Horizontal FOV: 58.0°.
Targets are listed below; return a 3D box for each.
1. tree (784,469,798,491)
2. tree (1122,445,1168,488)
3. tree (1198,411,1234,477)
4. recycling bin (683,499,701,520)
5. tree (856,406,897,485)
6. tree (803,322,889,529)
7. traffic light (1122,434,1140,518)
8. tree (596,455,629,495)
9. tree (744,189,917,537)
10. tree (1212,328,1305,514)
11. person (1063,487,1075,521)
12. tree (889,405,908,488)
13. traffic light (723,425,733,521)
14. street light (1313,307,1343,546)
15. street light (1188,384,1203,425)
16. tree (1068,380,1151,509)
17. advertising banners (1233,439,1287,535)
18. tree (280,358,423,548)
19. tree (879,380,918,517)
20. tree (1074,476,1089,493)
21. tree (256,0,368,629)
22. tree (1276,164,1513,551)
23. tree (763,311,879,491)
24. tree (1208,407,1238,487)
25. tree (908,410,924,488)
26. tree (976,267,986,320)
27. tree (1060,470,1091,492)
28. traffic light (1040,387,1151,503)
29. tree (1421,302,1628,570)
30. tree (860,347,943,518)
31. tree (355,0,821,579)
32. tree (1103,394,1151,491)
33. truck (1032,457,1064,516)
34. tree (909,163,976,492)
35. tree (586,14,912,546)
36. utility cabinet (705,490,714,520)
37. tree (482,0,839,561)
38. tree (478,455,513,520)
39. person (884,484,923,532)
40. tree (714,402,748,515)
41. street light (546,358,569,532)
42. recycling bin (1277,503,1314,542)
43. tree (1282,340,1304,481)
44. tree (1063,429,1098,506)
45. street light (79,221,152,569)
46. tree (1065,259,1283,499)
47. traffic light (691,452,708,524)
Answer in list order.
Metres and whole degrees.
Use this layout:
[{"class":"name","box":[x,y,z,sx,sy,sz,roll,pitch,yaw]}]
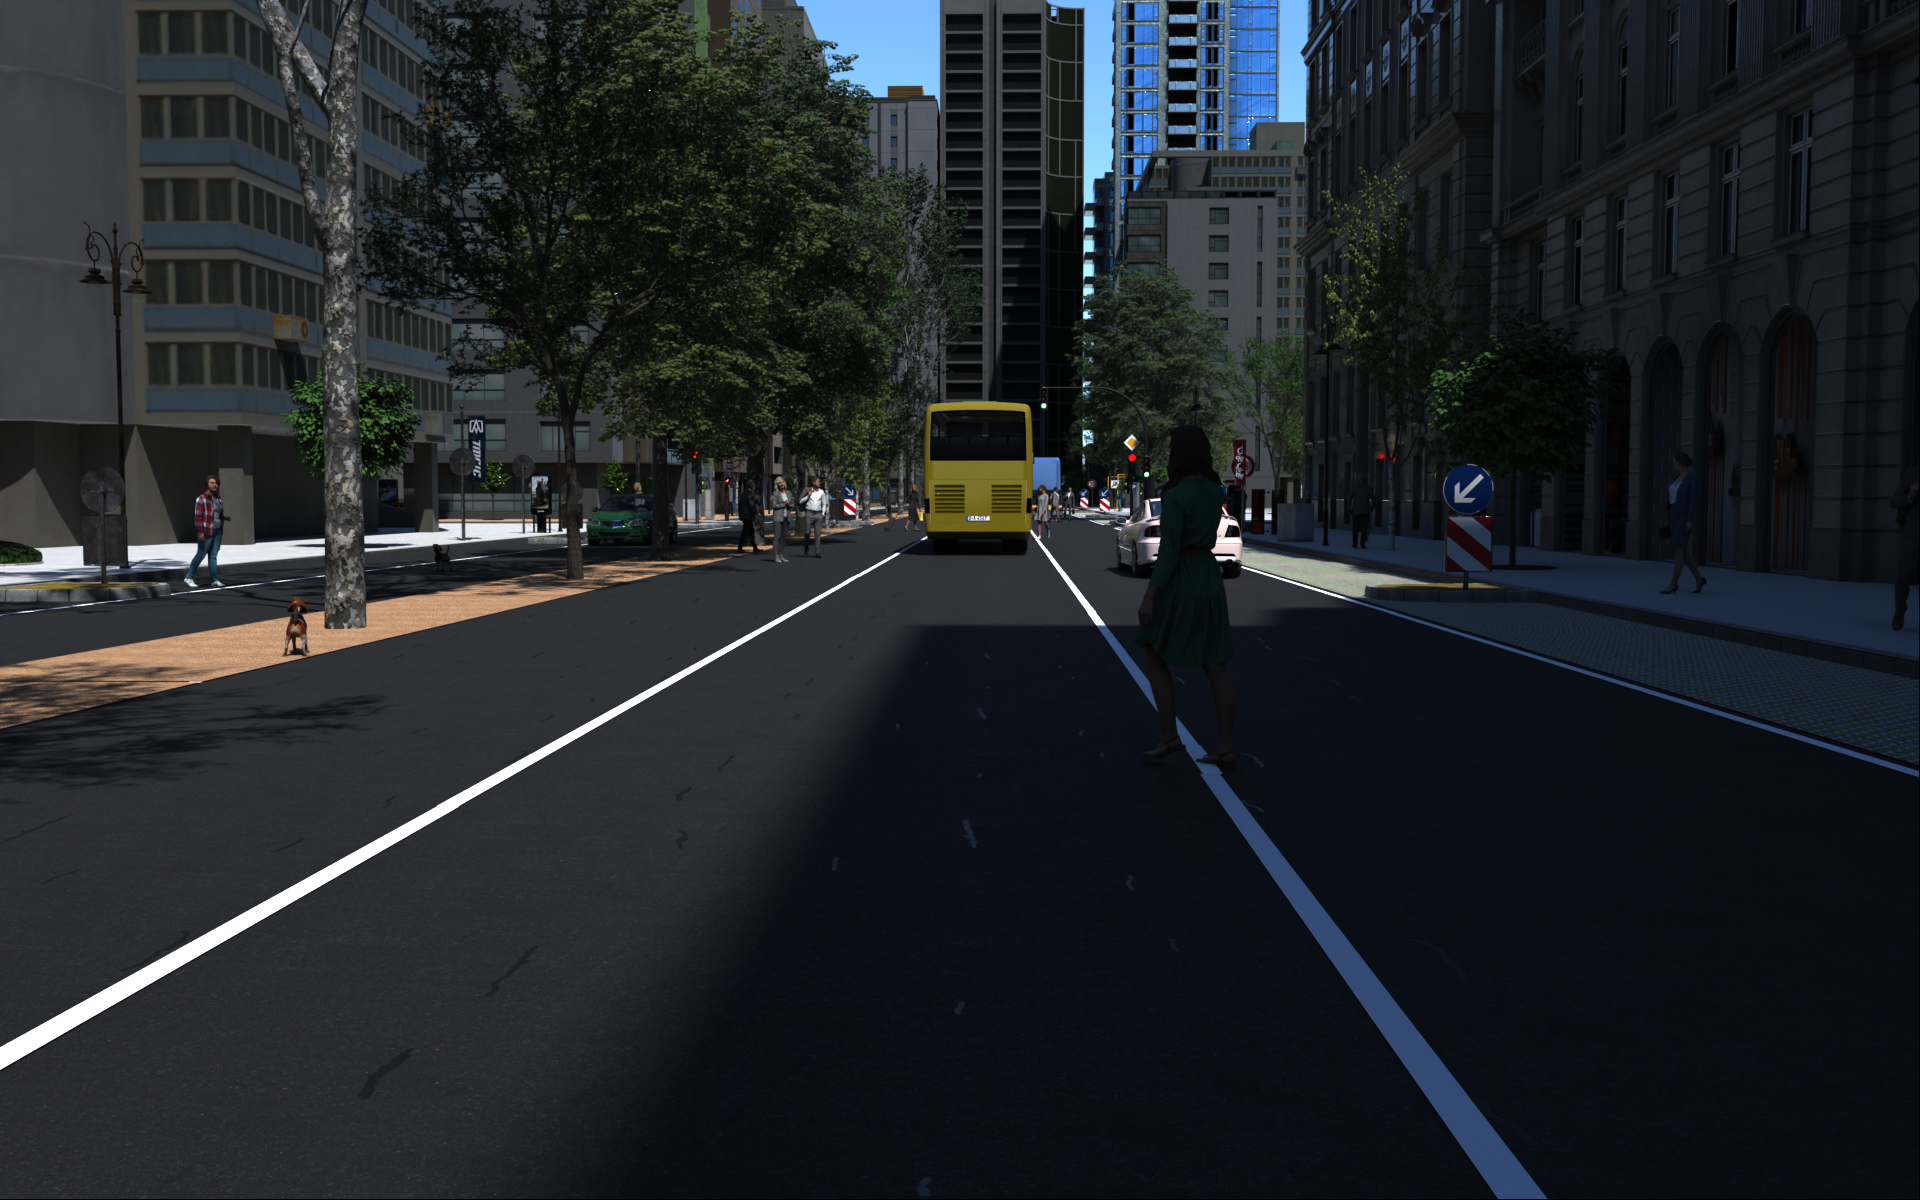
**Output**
[{"class":"tree","box":[-12.820,-8.239,129.310,1.663,3.219,1.824,0,3,0]},{"class":"tree","box":[11.690,-7.704,109.680,4.285,4.588,4.351,0,3,0]},{"class":"tree","box":[21.834,-12.315,151.717,4.360,8.622,3.978,0,3,0]},{"class":"recycling bin","box":[-13.116,-4.408,84.631,0.722,1.027,0.722,0,4,6]},{"class":"tree","box":[-10.230,-17.308,201.114,7.486,12.596,7.792,0,3,0]},{"class":"tree","box":[-5.311,-7.124,69.297,4.737,8.622,4.395,0,3,0]},{"class":"traffic light","box":[8.048,-5.656,81.388,0.839,4.253,0.868,0,4,1]},{"class":"tree","box":[-17.227,-5.582,85.859,1.663,3.219,1.824,0,3,0]},{"class":"tree","box":[-5.225,-7.897,57.329,9.928,11.665,9.643,0,3,0]},{"class":"tree","box":[20.154,-11.288,110.309,9.928,11.665,9.643,0,3,0]},{"class":"person","box":[5.818,-5.145,92.578,0.622,1.834,0.822,0,4,-4]},{"class":"tree","box":[-4.970,-8.012,83.816,4.737,8.622,4.395,0,3,0]},{"class":"traffic light","box":[-8.914,-6.555,81.834,4.771,5.953,1.251,0,4,1]},{"class":"street light","box":[9.113,-4.294,42.996,0.468,5.910,1.993,0,4,1]},{"class":"street light","box":[9.895,-6.117,72.804,0.468,5.910,1.993,0,4,1]},{"class":"tree","box":[13.018,-13.574,147.686,9.928,11.665,9.643,0,3,0]},{"class":"advertising banners","box":[9.504,-3.601,55.056,2.074,3.025,0.090,3,5,45]},{"class":"tree","box":[-14.469,-3.518,41.236,4.285,4.588,4.351,0,3,0]},{"class":"tree","box":[-4.642,-9.577,109.398,4.360,8.622,3.978,0,3,0]},{"class":"tree","box":[12.875,-11.553,183.500,1.663,3.219,1.824,0,3,0]},{"class":"tree","box":[-7.732,-9.808,18.708,12.611,20.169,13.585,0,3,0]},{"class":"tree","box":[9.811,-5.402,38.688,4.737,8.622,4.395,0,3,0]},{"class":"tree","box":[-5.291,-6.840,64.655,4.360,8.622,3.978,0,3,0]},{"class":"tree","box":[20.969,-11.864,144.346,4.737,8.622,4.395,0,3,0]},{"class":"tree","box":[-3.751,-11.483,140.561,4.737,8.622,4.395,0,3,0]},{"class":"tree","box":[-5.243,-15.900,118.316,12.611,20.169,13.585,0,3,0]},{"class":"tree","box":[14.234,-15.058,229.917,4.285,4.588,4.351,0,3,0]},{"class":"traffic light","box":[5.753,-6.034,73.317,4.771,5.953,1.251,0,4,1]},{"class":"tree","box":[9.640,-2.819,29.810,4.285,4.588,4.351,0,3,0]},{"class":"tree","box":[-4.153,-10.177,103.255,8.767,10.594,7.601,0,4,1]},{"class":"tree","box":[-6.437,-5.645,29.158,8.767,10.594,7.601,0,4,1]},{"class":"tree","box":[11.945,-10.262,118.143,4.737,8.622,4.395,0,3,0]},{"class":"truck","box":[5.901,-8.044,121.285,2.967,4.110,18.799,0,4,3]},{"class":"tree","box":[-6.178,-14.306,92.254,12.611,20.169,13.585,0,3,0]},{"class":"tree","box":[-5.687,-8.451,47.293,9.857,13.997,8.962,0,3,0]},{"class":"utility cabinet","box":[-12.510,-4.757,86.462,0.318,1.500,1.173,0,4,0]},{"class":"tree","box":[-6.513,-7.130,37.157,7.486,12.596,7.792,0,3,0]},{"class":"tree","box":[-23.204,-5.572,85.711,1.663,3.219,1.824,0,3,0]},{"class":"person","box":[-2.158,-3.533,66.489,1.509,1.804,0.699,-1,4,-9]},{"class":"tree","box":[-13.616,-9.518,105.976,4.360,8.622,3.978,0,3,0]},{"class":"street light","box":[-13.651,-5.272,58.981,0.468,5.910,1.993,0,4,1]},{"class":"recycling bin","box":[9.051,-2.088,46.696,0.722,1.027,0.722,-2,4,-32]},{"class":"tree","box":[29.613,-14.370,141.601,9.857,13.997,8.962,0,3,0]},{"class":"tree","box":[12.912,-14.566,188.517,4.360,8.622,3.978,0,3,0]},{"class":"street light","box":[-14.397,-3.480,29.679,0.468,5.910,1.993,0,4,1]},{"class":"tree","box":[10.512,-11.441,93.716,9.857,13.997,8.962,0,3,0]},{"class":"traffic light","box":[-11.209,-5.196,73.869,0.839,4.253,0.868,0,4,1]}]
